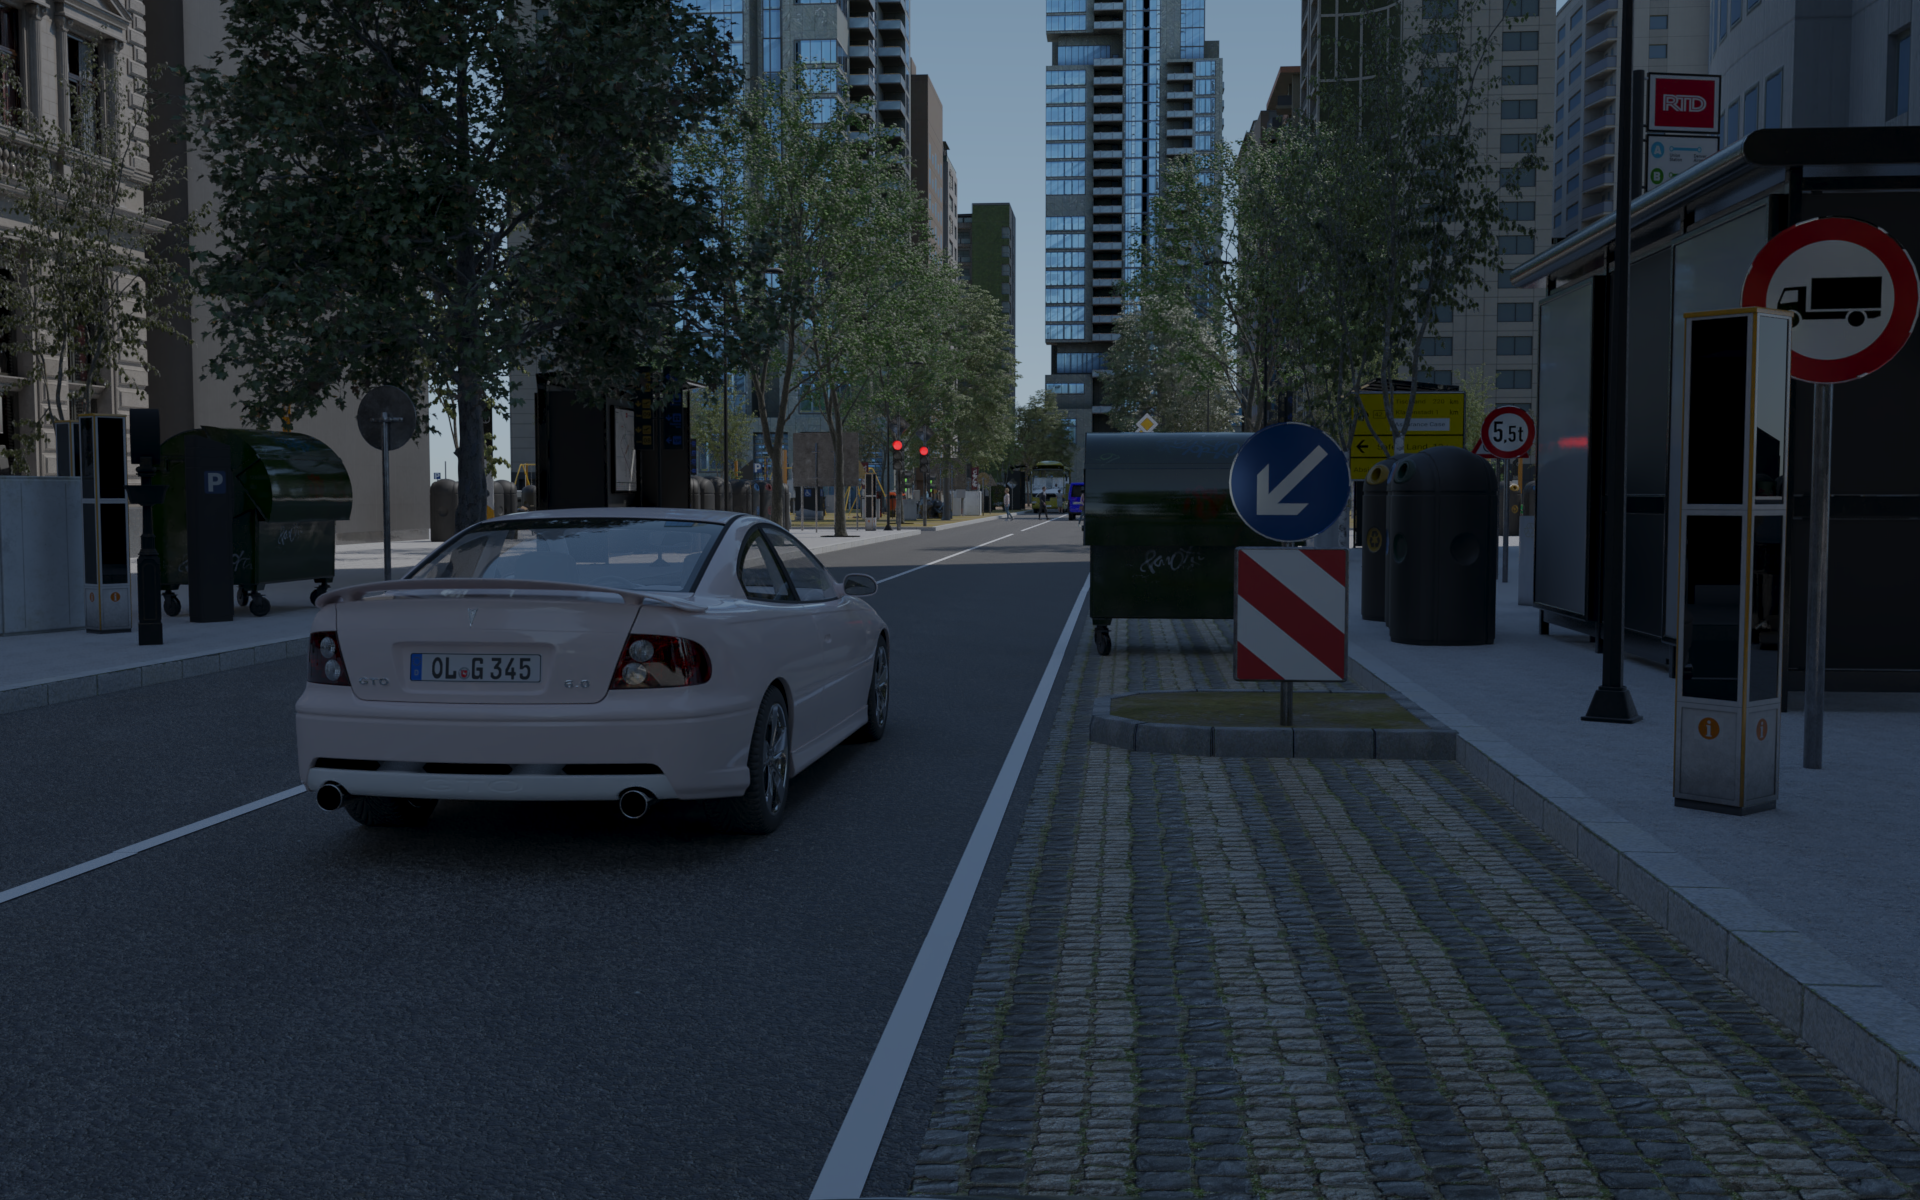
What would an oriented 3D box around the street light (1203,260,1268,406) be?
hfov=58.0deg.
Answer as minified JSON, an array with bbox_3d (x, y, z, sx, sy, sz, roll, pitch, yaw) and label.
[{"bbox_3d":[5.509,-3.782,34.377,1.470,5.913,1.316,0,4,5],"label":"street light"}]

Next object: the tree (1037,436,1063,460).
[{"bbox_3d":[10.228,-15.270,200.020,4.360,8.622,3.978,0,3,0],"label":"tree"}]

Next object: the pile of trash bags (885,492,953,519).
[{"bbox_3d":[-2.175,-4.878,89.501,3.447,1.369,1.912,-1,4,-16],"label":"pile of trash bags"}]

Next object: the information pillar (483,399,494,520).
[{"bbox_3d":[-11.358,-3.055,41.306,0.504,3.616,0.183,0,4,-2],"label":"information pillar"}]

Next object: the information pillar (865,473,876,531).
[{"bbox_3d":[-3.114,-3.420,60.401,0.304,2.012,0.304,2,4,23],"label":"information pillar"}]

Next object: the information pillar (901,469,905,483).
[{"bbox_3d":[-4.494,-8.856,136.157,0.183,3.616,0.504,-3,5,-44],"label":"information pillar"}]

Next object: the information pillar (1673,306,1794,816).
[{"bbox_3d":[3.132,-0.155,7.029,0.304,2.012,0.304,-3,4,-38],"label":"information pillar"}]

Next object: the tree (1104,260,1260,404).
[{"bbox_3d":[17.486,-17.194,137.017,12.611,20.169,13.585,0,3,0],"label":"tree"}]

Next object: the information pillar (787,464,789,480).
[{"bbox_3d":[-13.218,-8.669,133.099,0.183,3.616,0.504,0,4,6],"label":"information pillar"}]

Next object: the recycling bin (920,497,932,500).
[{"bbox_3d":[-2.557,-7.244,130.998,0.722,1.027,0.722,1,4,17],"label":"recycling bin"}]

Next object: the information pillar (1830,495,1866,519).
[{"bbox_3d":[8.656,-0.758,16.892,0.304,2.012,0.304,2,4,31],"label":"information pillar"}]

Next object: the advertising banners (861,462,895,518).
[{"bbox_3d":[-4.481,-6.024,94.679,2.074,3.025,0.090,0,4,4],"label":"advertising banners"}]

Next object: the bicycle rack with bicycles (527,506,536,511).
[{"bbox_3d":[-13.551,-2.465,53.689,2.852,0.926,2.925,0,4,-3],"label":"bicycle rack with bicycles"}]

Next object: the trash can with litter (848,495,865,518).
[{"bbox_3d":[-5.181,-4.965,92.240,1.678,1.210,2.233,-1,4,-18],"label":"trash can with litter"}]

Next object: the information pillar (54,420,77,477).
[{"bbox_3d":[-8.835,-0.789,17.393,0.304,2.012,0.304,2,4,35],"label":"information pillar"}]

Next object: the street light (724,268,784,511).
[{"bbox_3d":[-4.310,-3.867,35.768,1.470,5.913,1.316,0,4,5],"label":"street light"}]

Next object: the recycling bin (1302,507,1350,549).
[{"bbox_3d":[7.026,-1.269,33.294,0.722,1.027,0.722,-1,4,-9],"label":"recycling bin"}]

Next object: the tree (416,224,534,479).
[{"bbox_3d":[-10.305,-5.188,35.184,4.737,8.622,4.395,0,3,0],"label":"tree"}]

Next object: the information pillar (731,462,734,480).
[{"bbox_3d":[-16.680,-8.299,127.048,0.183,3.616,0.504,0,4,5],"label":"information pillar"}]

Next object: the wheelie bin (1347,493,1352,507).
[{"bbox_3d":[12.833,-3.102,58.619,0.980,1.594,0.693,-2,4,-33],"label":"wheelie bin"}]

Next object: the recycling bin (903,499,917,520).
[{"bbox_3d":[-2.524,-4.409,84.638,0.722,1.027,0.722,-1,4,-10],"label":"recycling bin"}]

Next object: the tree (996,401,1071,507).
[{"bbox_3d":[6.594,-14.663,174.160,7.601,10.594,8.767,1,4,11],"label":"tree"}]

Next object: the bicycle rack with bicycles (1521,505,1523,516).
[{"bbox_3d":[18.377,-2.774,58.736,2.852,0.926,2.925,3,5,39],"label":"bicycle rack with bicycles"}]

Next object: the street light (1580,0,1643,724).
[{"bbox_3d":[3.164,-2.274,9.714,1.470,5.913,1.316,0,4,5],"label":"street light"}]

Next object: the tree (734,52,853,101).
[{"bbox_3d":[-4.600,-7.122,42.198,9.928,11.665,9.643,0,3,0],"label":"tree"}]

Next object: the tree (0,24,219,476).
[{"bbox_3d":[-14.184,-4.741,27.883,4.360,8.622,3.978,0,3,0],"label":"tree"}]

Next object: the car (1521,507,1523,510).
[{"bbox_3d":[21.879,-3.205,61.192,4.718,1.807,1.959,0,4,7],"label":"car"}]

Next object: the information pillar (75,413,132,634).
[{"bbox_3d":[-7.883,-0.703,15.980,0.304,2.012,0.304,3,4,38],"label":"information pillar"}]

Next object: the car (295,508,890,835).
[{"bbox_3d":[-1.531,0.221,8.743,2.083,1.381,4.827,0,4,7],"label":"car"}]

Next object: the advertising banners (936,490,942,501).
[{"bbox_3d":[-0.863,-8.277,131.515,2.074,3.025,0.090,1,4,15],"label":"advertising banners"}]

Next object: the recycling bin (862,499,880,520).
[{"bbox_3d":[-4.497,-4.577,87.385,0.722,1.027,0.722,-1,4,-22],"label":"recycling bin"}]

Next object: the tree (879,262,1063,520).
[{"bbox_3d":[-0.477,-10.218,85.189,7.486,12.596,7.792,0,3,0],"label":"tree"}]

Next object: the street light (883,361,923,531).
[{"bbox_3d":[-1.979,-5.385,60.586,1.470,5.913,1.316,0,4,5],"label":"street light"}]

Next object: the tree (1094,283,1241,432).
[{"bbox_3d":[12.806,-12.087,104.274,9.857,13.997,8.962,0,3,0],"label":"tree"}]

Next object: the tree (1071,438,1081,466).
[{"bbox_3d":[10.304,-16.663,206.859,8.767,10.594,7.601,0,4,6],"label":"tree"}]

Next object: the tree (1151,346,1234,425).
[{"bbox_3d":[11.463,-8.273,85.622,4.360,8.622,3.978,0,3,0],"label":"tree"}]

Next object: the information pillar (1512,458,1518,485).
[{"bbox_3d":[33.272,-6.863,103.559,0.504,3.616,0.183,0,4,-3],"label":"information pillar"}]

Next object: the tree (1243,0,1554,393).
[{"bbox_3d":[5.645,-4.405,22.391,4.360,8.622,3.978,0,3,0],"label":"tree"}]

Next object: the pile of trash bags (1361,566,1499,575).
[{"bbox_3d":[8.115,-1.178,29.005,1.912,1.369,3.447,0,4,-7],"label":"pile of trash bags"}]

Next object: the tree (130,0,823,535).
[{"bbox_3d":[-7.141,-6.614,25.145,9.611,12.733,9.660,0,3,0],"label":"tree"}]

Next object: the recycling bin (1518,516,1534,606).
[{"bbox_3d":[6.918,-0.448,19.877,0.722,1.027,0.722,-2,4,-33],"label":"recycling bin"}]

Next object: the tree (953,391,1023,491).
[{"bbox_3d":[1.453,-9.960,113.216,4.737,8.622,4.395,0,3,0],"label":"tree"}]

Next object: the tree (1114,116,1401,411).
[{"bbox_3d":[8.134,-7.463,47.777,9.928,11.665,9.643,0,3,0],"label":"tree"}]

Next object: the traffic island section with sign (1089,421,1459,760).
[{"bbox_3d":[1.776,-0.101,10.288,1.989,1.847,2.006,0,4,5],"label":"traffic island section with sign"}]

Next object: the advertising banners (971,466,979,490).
[{"bbox_3d":[0.215,-6.920,109.336,2.074,3.025,0.090,1,4,13],"label":"advertising banners"}]

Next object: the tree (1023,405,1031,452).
[{"bbox_3d":[3.406,-11.134,132.399,4.737,8.622,4.395,0,3,0],"label":"tree"}]

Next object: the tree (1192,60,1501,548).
[{"bbox_3d":[6.524,-4.860,29.827,4.737,8.622,4.395,0,3,0],"label":"tree"}]

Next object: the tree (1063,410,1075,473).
[{"bbox_3d":[8.726,-16.455,187.158,7.486,12.596,7.792,0,3,0],"label":"tree"}]
